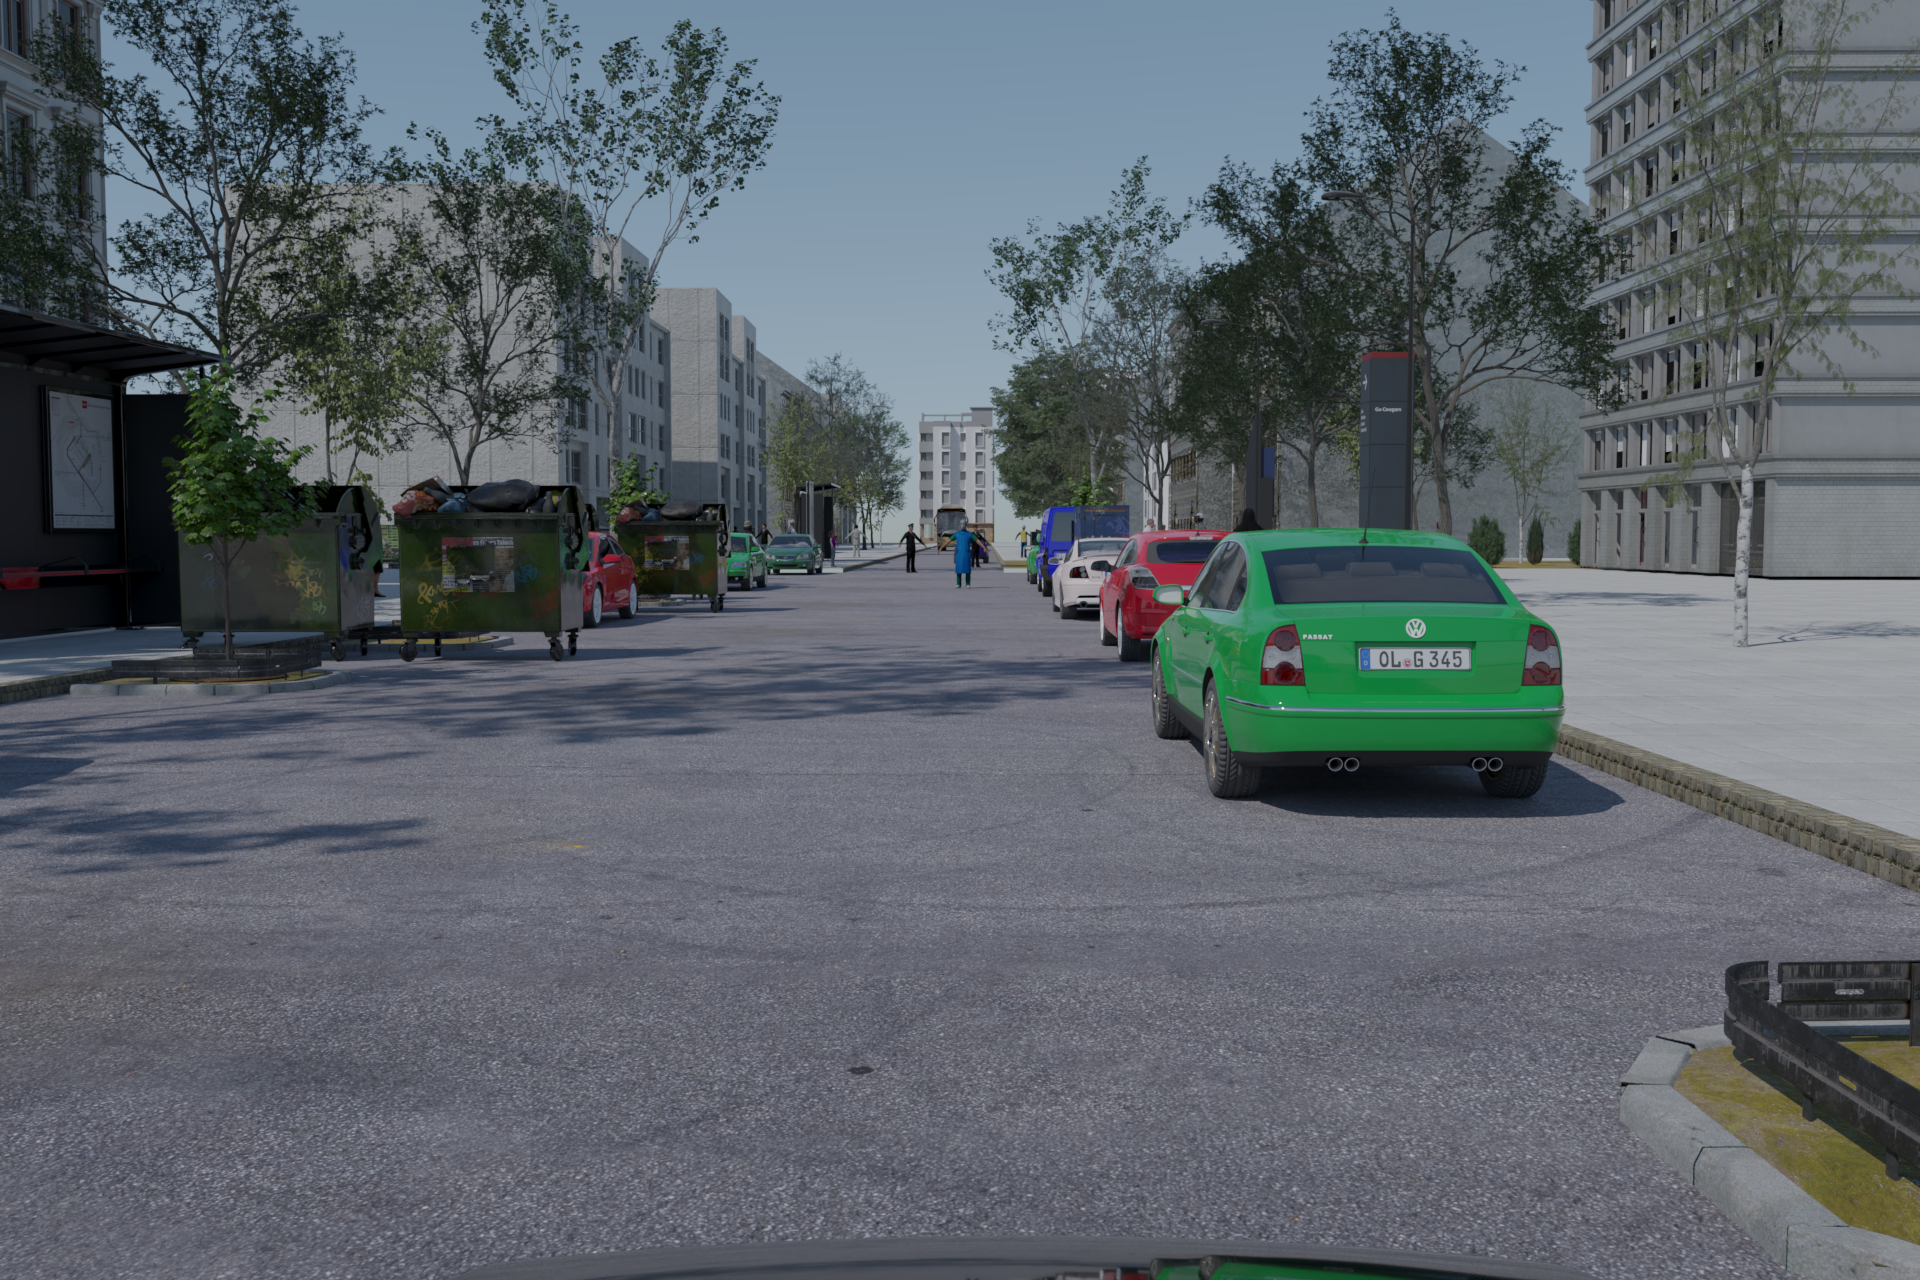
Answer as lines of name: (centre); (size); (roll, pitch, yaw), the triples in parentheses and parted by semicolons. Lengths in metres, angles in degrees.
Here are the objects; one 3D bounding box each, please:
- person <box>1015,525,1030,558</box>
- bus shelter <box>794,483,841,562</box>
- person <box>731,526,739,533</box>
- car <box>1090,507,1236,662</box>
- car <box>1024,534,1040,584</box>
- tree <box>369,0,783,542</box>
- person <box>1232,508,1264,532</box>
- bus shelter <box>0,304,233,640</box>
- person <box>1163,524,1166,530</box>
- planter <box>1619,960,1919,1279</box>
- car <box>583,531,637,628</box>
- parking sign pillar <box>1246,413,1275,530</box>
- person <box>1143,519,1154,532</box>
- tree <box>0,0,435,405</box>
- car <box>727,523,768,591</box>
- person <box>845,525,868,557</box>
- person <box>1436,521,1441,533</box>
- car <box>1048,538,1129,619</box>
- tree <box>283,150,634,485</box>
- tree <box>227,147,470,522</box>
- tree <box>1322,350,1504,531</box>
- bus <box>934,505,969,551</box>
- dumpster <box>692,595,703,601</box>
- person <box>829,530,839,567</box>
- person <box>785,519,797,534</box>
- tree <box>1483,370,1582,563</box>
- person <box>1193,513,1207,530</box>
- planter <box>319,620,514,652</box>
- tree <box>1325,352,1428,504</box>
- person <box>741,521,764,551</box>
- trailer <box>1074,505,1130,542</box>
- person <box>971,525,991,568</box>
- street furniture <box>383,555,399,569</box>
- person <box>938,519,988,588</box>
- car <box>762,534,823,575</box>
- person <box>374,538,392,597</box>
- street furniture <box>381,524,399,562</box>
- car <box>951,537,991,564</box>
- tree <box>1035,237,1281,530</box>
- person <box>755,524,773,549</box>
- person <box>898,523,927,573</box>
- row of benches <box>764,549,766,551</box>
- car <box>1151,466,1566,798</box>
person: (3.484, -5.313, 93.335); (1.216, 1.772, 0.721); (2, 4, 31)
bus shelter: (-6.792, -5.607, 82.962); (1.731, 3.624, 6.357); (0, 3, 0)
person: (-13.273, -5.845, 102.279); (1.216, 1.740, 0.721); (-1, 4, -15)
car: (2.686, -0.727, 20.928); (2.155, 1.783, 4.494); (0, 4, 0)
car: (2.879, -2.564, 50.724); (1.959, 1.807, 4.718); (0, 4, 0)
tree: (-13.395, -12.461, 59.626); (12.611, 20.169, 13.585); (0, 3, 0)
person: (5.042, -1.447, 30.437); (1.214, 1.737, 0.721); (0, 4, -6)
bus shelter: (-10.596, -1.762, 20.097); (1.731, 3.624, 6.357); (0, 4, 1)
person: (11.598, -5.651, 98.360); (1.349, 1.833, 0.705); (-2, 4, -32)
planter: (2.603, 1.058, 3.840); (1.991, 0.319, 1.994); (0, 4, 0)
car: (-6.416, -1.150, 27.836); (2.155, 1.783, 4.494); (0, 4, 1)
parking sign pillar: (6.777, -3.105, 39.245); (1.447, 3.967, 1.447); (0, 4, 1)
person: (5.256, -2.497, 47.800); (0.436, 1.711, 0.756); (0, 4, -1)
tree: (-12.158, -5.670, 27.113); (8.767, 10.594, 7.601); (0, 4, 3)
car: (-6.092, -2.213, 44.971); (1.959, 1.807, 4.718); (0, 4, 1)
person: (-5.839, -5.603, 97.787); (1.347, 1.806, 0.705); (-1, 4, -8)
person: (19.300, -3.898, 69.862); (0.705, 1.813, 1.348); (-1, 4, -9)
car: (2.619, -1.107, 30.469); (2.083, 1.381, 4.827); (0, 4, 0)
tree: (-12.486, -6.635, 42.898); (8.767, 10.594, 7.601); (-1, 4, -16)
tree: (-12.069, -5.112, 33.941); (4.737, 8.622, 4.395); (0, 3, 0)
tree: (22.034, -9.117, 83.475); (8.767, 10.594, 7.601); (0, 4, -7)
bus: (-0.676, -9.625, 148.918); (2.896, 3.916, 12.252); (0, 4, 1)
dumpster: (-6.431, -1.807, 37.763); (1.865, 1.857, 1.264); (0, 4, 1)
person: (-4.862, -3.544, 67.205); (0.599, 1.433, 0.991); (1, 4, 9)
person: (-6.471, -3.742, 67.046); (0.705, 1.847, 1.347); (-3, 4, -37)
tree: (24.558, -7.673, 75.823); (4.360, 8.622, 3.978); (0, 3, 0)
person: (6.344, -2.459, 46.036); (0.704, 1.849, 1.345); (2, 4, 30)
planter: (-6.818, -0.058, 22.088); (1.991, 0.319, 1.994); (0, 4, 2)
tree: (16.740, -7.358, 70.662); (4.737, 8.622, 4.395); (0, 3, 0)
person: (-6.689, -2.850, 54.833); (0.705, 1.856, 1.354); (-3, 5, -42)
trailer: (2.882, -1.768, 35.959); (1.471, 1.999, 3.904); (0, 4, 1)
person: (0.676, -4.012, 73.988); (1.347, 1.837, 0.705); (-2, 4, -27)
street furniture: (-17.264, -3.508, 64.212); (11.010, 1.723, 9.812); (2, 4, 32)
person: (0.085, -2.272, 45.730); (1.347, 1.817, 0.704); (1, 4, 10)
car: (-5.974, -3.075, 62.068); (2.131, 1.459, 4.920); (0, 4, 1)
person: (-11.826, -1.738, 35.254); (0.721, 1.735, 1.217); (-3, 4, -37)
street furniture: (-27.148, -4.360, 78.138); (9.812, 1.723, 11.010); (-1, 4, -12)
car: (0.550, -4.458, 85.475); (1.945, 1.354, 3.894); (0, 3, 0)
tree: (8.353, -9.932, 72.750); (12.009, 13.543, 11.850); (0, 3, 0)
person: (-9.939, -4.998, 87.904); (1.347, 1.806, 0.705); (2, 4, 35)
person: (-1.797, -3.410, 64.140); (1.347, 1.837, 0.705); (-3, 5, -41)
row of benches: (-7.950, -3.523, 73.062); (1.422, 0.672, 4.104); (1, 4, 13)
car: (2.247, -0.121, 10.770); (1.959, 1.807, 4.718); (0, 3, 0)
